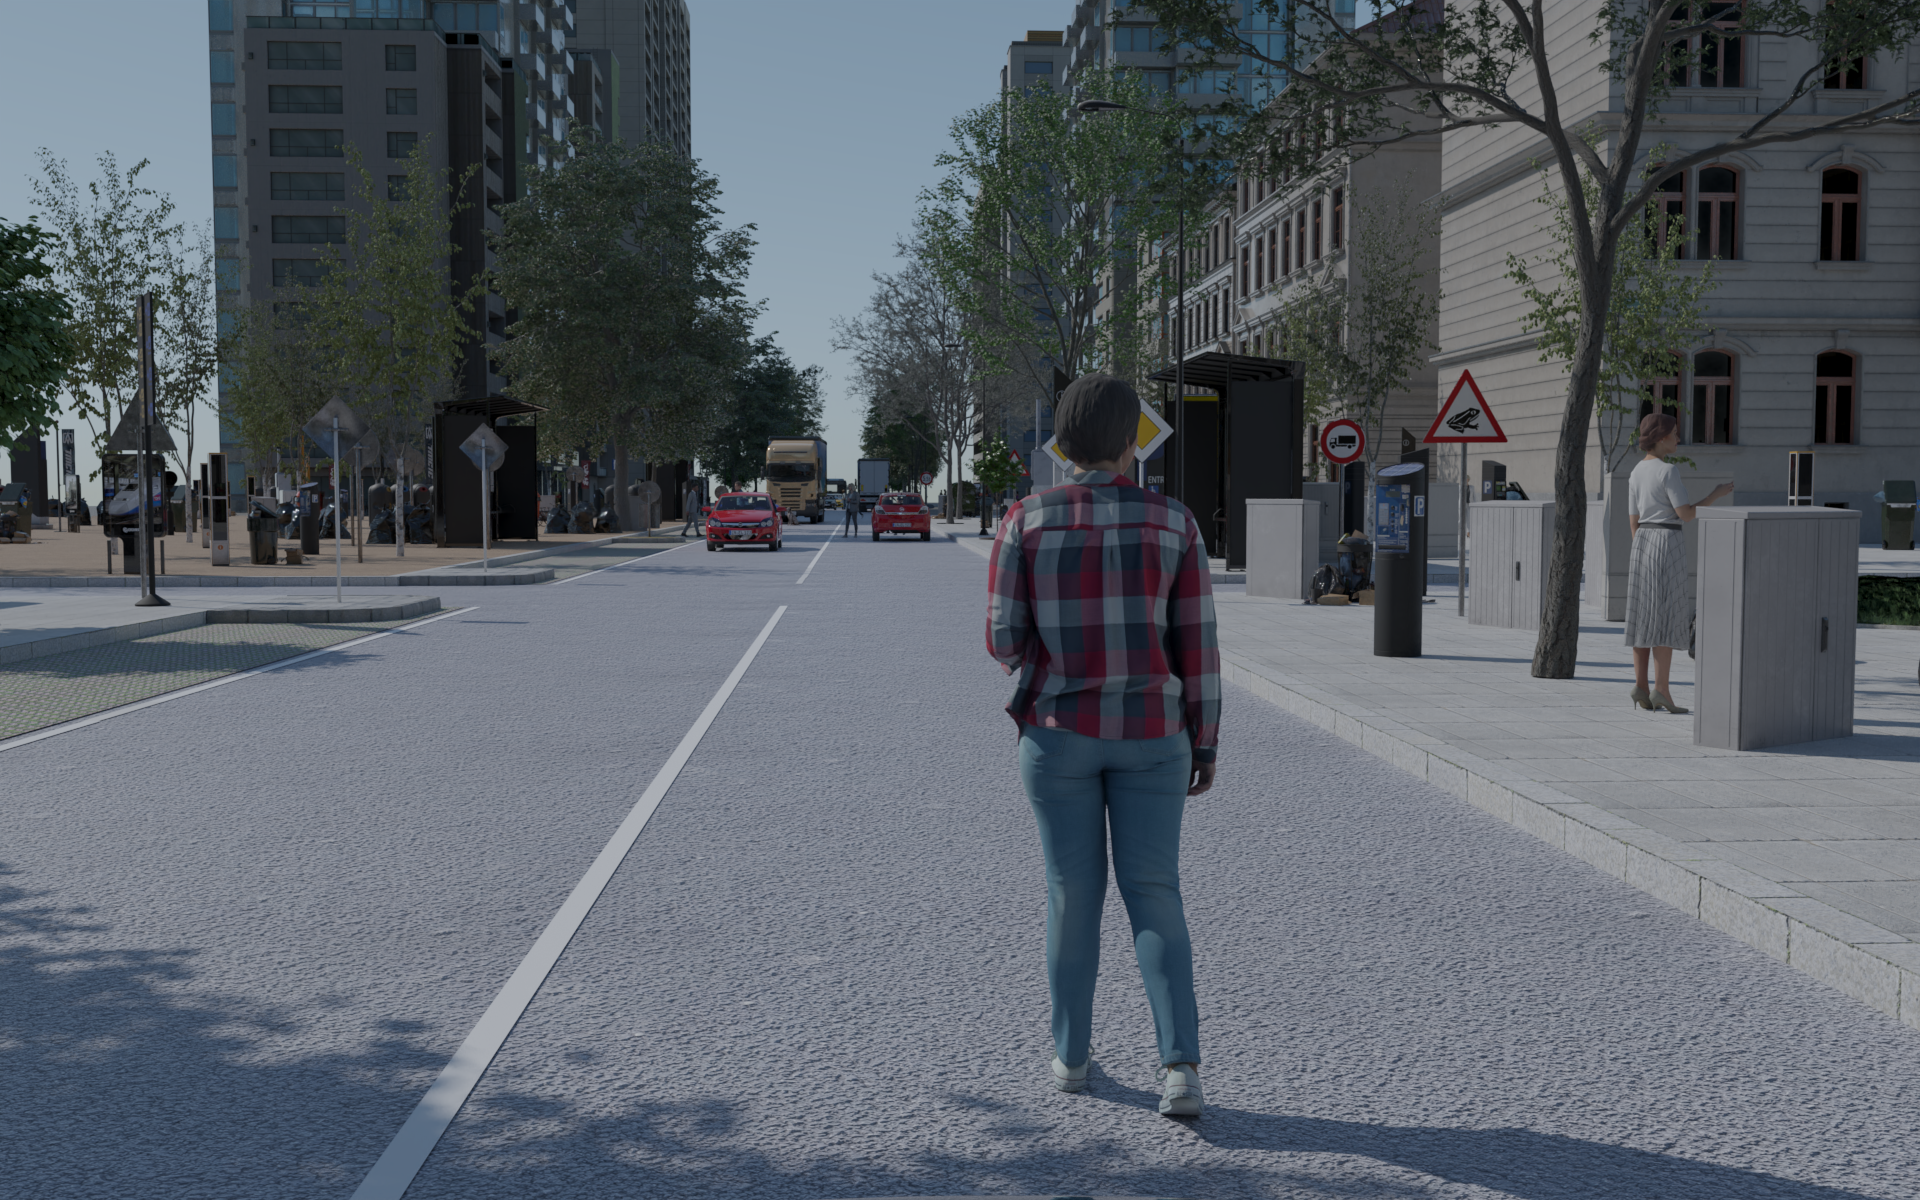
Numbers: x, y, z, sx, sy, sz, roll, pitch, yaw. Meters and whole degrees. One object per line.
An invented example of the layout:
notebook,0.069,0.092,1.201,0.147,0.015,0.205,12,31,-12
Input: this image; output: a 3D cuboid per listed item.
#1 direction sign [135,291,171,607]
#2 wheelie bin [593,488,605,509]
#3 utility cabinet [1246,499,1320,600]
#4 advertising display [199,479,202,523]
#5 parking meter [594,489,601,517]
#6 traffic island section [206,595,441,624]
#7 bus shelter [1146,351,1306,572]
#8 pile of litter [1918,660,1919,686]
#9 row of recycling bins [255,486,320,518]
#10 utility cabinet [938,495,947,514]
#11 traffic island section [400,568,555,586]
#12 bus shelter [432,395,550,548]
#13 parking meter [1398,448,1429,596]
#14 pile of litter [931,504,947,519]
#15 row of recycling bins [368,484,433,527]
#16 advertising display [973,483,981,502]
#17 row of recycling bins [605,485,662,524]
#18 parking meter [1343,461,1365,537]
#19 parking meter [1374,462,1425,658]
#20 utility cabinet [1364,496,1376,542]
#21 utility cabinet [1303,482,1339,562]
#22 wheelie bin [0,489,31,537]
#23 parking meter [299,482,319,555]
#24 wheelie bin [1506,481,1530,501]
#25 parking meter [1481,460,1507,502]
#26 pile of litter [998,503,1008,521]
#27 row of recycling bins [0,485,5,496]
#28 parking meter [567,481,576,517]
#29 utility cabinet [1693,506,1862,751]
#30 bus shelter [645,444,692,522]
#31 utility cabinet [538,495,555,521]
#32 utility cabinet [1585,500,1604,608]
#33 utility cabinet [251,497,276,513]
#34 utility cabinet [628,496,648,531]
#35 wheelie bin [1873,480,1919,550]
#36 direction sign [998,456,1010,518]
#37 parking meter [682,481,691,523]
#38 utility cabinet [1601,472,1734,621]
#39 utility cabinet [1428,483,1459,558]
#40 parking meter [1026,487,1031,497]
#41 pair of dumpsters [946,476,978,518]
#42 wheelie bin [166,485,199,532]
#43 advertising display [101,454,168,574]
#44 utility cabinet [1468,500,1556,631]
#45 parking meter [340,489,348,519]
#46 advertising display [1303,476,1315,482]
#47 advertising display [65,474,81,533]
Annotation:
direction sign,-9.270,-1.699,19.783,0.379,3.537,0.876,-2,4,-34
wheelie bin,-20.155,-5.456,97.117,0.693,1.594,0.980,0,4,2
utility cabinet,4.003,-0.632,21.501,0.306,1.237,1.020,-2,4,-33
advertising display,-33.348,-4.340,76.168,0.123,1.923,0.974,-1,4,-21
parking meter,-20.062,-5.345,95.810,0.372,1.533,0.369,0,3,0
traffic island section,-7.385,0.108,20.513,2.009,0.180,2.903,0,4,-3
bus shelter,4.741,-2.468,31.643,1.731,3.624,6.357,0,4,-3
pile of litter,6.877,0.174,11.128,1.719,0.858,1.176,-2,4,-26
row of recycling bins,-35.722,-5.170,91.637,3.534,1.692,1.069,-1,4,-13
utility cabinet,-0.927,-5.113,94.760,0.306,1.237,1.020,1,4,14
traffic island section,-7.841,-0.379,28.485,2.009,0.180,2.903,0,4,-3
bus shelter,-11.856,-3.236,44.198,1.731,3.624,6.357,0,4,-3
parking meter,5.687,-0.987,21.843,0.399,1.863,0.255,0,4,6
pile of litter,-0.931,-4.610,89.346,1.176,0.858,1.719,0,4,5
row of recycling bins,-21.952,-3.790,69.075,1.069,1.692,3.534,3,5,39
advertising display,0.767,-6.062,104.327,0.974,1.923,0.123,-1,4,-12
row of recycling bins,-14.186,-4.154,75.035,3.534,1.692,1.069,3,5,43
parking meter,7.076,-1.557,31.168,0.255,1.863,0.399,-1,4,-16
parking meter,3.478,-0.325,13.719,0.372,1.533,0.369,0,3,0
utility cabinet,11.220,-2.187,46.911,1.020,1.237,0.306,2,4,33
utility cabinet,6.700,-1.445,32.311,1.173,1.500,0.318,0,4,-6
wheelie bin,-27.038,-2.551,49.610,0.980,1.594,0.693,1,4,12
parking meter,-13.777,-1.728,36.669,0.372,1.533,0.369,0,3,0
wheelie bin,13.895,-2.176,43.493,0.693,1.594,0.980,0,4,1
parking meter,9.165,-1.470,29.750,0.255,1.863,0.399,-1,4,-22
pile of litter,2.358,-4.267,83.722,1.176,0.858,1.719,1,4,9
row of recycling bins,-42.287,-4.175,75.375,3.534,1.692,1.069,-3,5,-44
parking meter,-16.820,-4.241,75.054,0.255,1.863,0.399,-3,4,-36
utility cabinet,4.246,0.133,8.983,1.020,1.237,0.306,-2,4,-33
bus shelter,-13.790,-5.596,82.774,1.731,3.624,6.357,0,4,-3
utility cabinet,-19.881,-4.384,82.835,1.020,1.237,0.306,-1,4,-15
utility cabinet,7.376,-0.517,19.619,0.306,1.237,1.020,0,4,3
utility cabinet,-16.517,-1.833,41.132,0.306,1.237,1.020,0,4,-7
utility cabinet,-11.488,-3.035,60.788,1.020,1.237,0.306,0,4,-5
wheelie bin,21.485,-1.946,39.732,0.980,1.594,0.693,1,4,18
direction sign,2.269,-6.284,94.735,0.876,3.537,0.379,0,4,5
parking meter,-12.281,-4.413,77.868,0.255,1.863,0.399,-3,5,-42
utility cabinet,7.103,-0.534,17.417,1.173,1.500,0.318,0,4,8
utility cabinet,9.239,-1.561,34.205,1.173,1.500,0.318,-1,4,-15
parking meter,2.676,-3.492,65.505,0.372,1.533,0.369,0,3,0
pair of dumpsters,0.118,-5.698,95.659,1.574,2.255,4.437,0,4,-3
wheelie bin,-25.943,-3.064,58.010,0.980,1.594,0.693,2,4,31
advertising display,-13.183,-1.374,27.673,0.974,1.923,0.123,0,4,0
utility cabinet,5.337,-0.336,16.661,0.306,1.237,1.020,-2,4,-24
parking meter,-32.064,-5.002,90.196,0.372,1.533,0.369,0,3,0
advertising display,12.698,-3.538,63.067,0.123,1.923,0.974,2,4,32
advertising display,-29.385,-3.191,57.380,0.974,1.923,0.123,3,5,42
